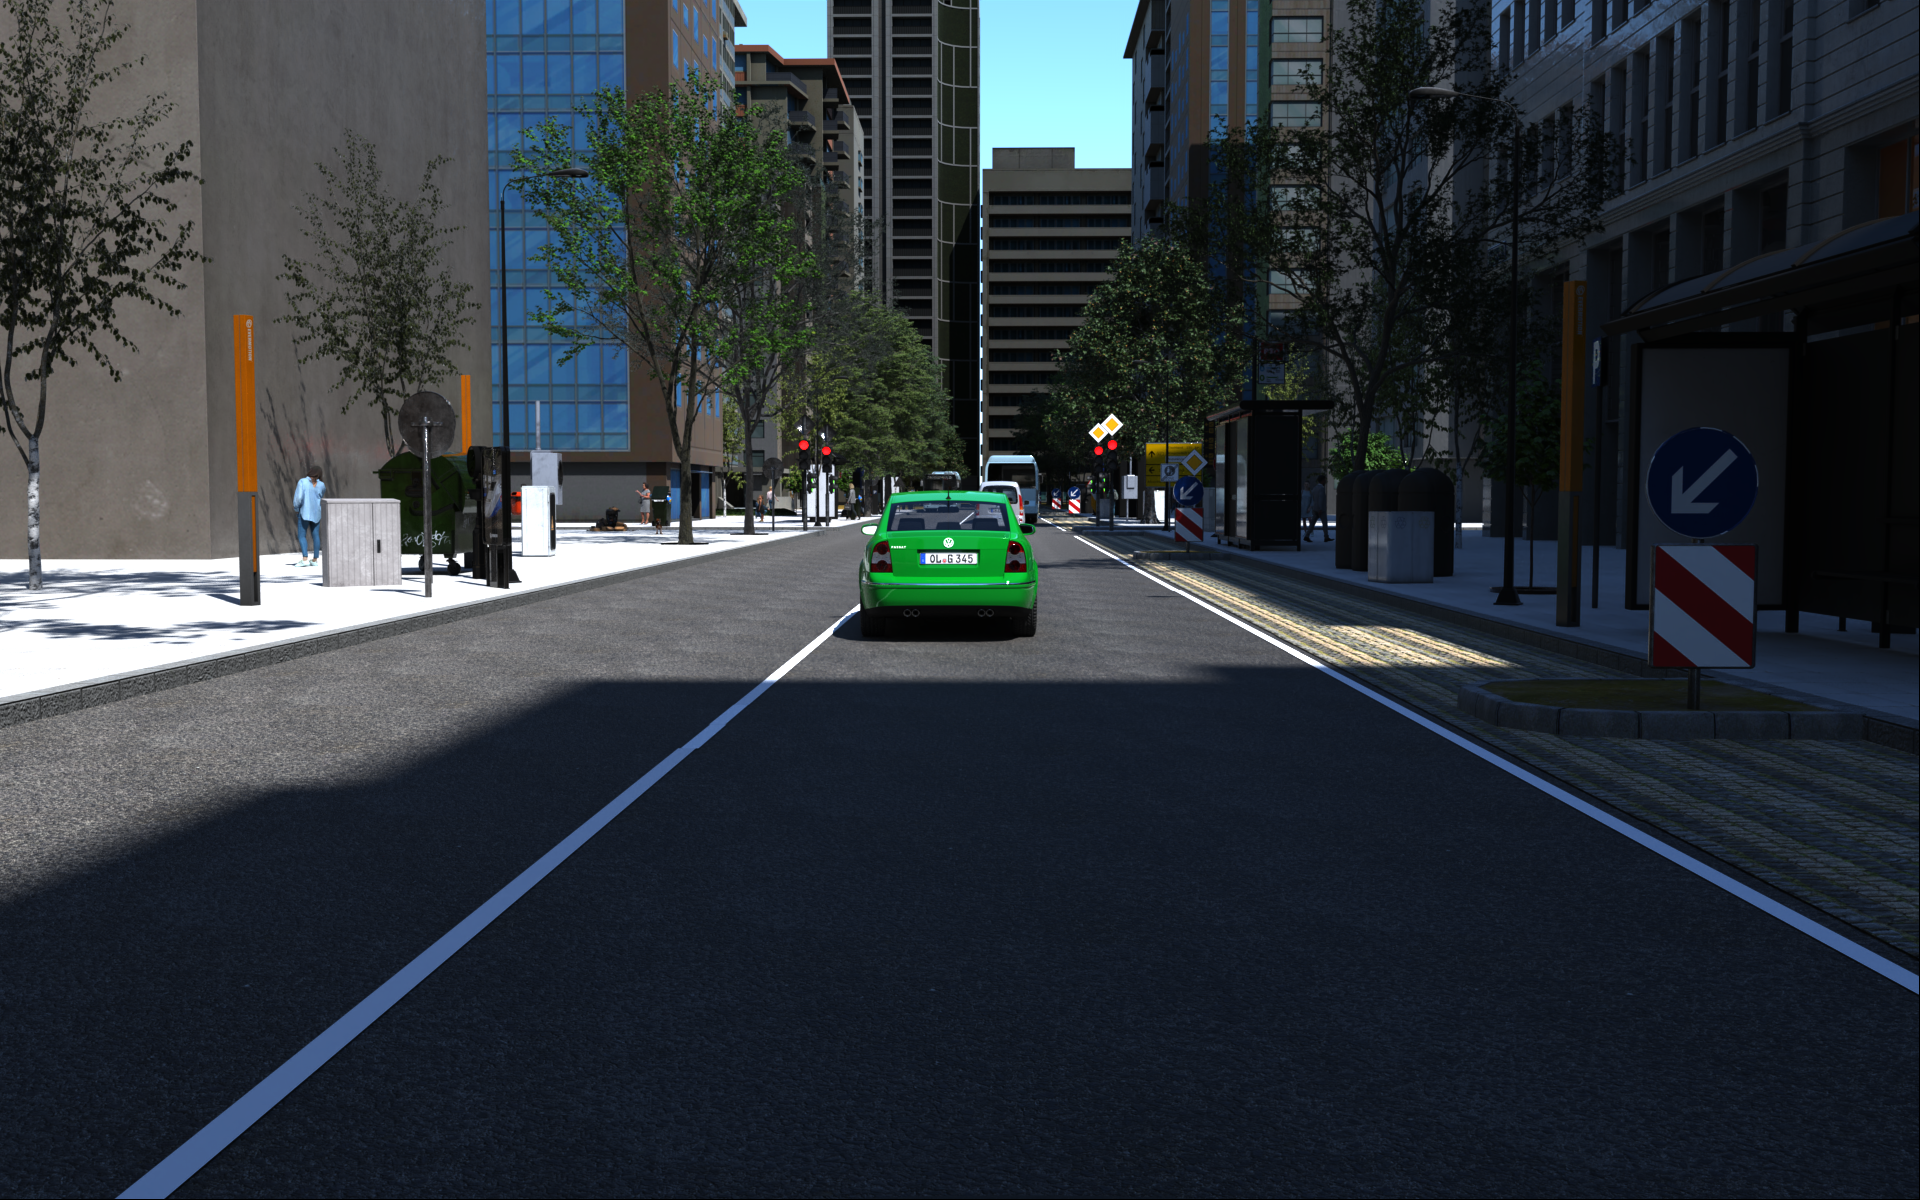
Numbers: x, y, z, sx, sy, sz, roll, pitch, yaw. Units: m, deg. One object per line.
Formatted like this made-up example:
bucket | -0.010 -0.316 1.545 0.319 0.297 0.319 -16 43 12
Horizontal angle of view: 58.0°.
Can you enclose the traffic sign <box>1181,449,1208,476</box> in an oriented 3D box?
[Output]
traffic sign | 6.836 -3.099 50.394 0.795 2.593 0.064 1 4 8

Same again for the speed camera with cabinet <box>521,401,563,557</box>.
speed camera with cabinet | -8.710 -2.557 36.135 0.660 3.252 2.038 0 4 -5

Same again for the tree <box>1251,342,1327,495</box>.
tree | 15.684 -8.119 83.104 4.737 8.622 4.395 0 3 0

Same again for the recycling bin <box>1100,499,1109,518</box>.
recycling bin | 7.660 -4.820 91.366 0.722 1.027 0.722 1 4 10

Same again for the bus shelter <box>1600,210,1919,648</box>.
bus shelter | 6.943 -1.198 13.518 2.014 3.302 5.546 0 4 1

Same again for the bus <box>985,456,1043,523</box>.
bus | 2.776 -5.768 89.174 2.948 3.499 13.247 0 4 3

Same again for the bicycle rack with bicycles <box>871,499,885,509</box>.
bicycle rack with bicycles | -6.164 -6.543 120.360 2.852 0.926 2.925 -3 4 -38

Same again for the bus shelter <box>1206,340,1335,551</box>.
bus shelter | 7.376 -3.989 42.846 2.179 5.291 8.768 0 4 1

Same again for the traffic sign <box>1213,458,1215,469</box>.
traffic sign | 7.748 -3.077 50.416 0.768 2.556 0.104 0 4 7

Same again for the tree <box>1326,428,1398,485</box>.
tree | 17.916 -5.711 77.084 4.285 4.588 4.351 0 3 0

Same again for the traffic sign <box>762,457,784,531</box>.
traffic sign | -6.495 -3.676 60.200 0.768 2.556 0.104 0 4 6

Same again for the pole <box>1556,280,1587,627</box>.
pole | 5.893 -1.397 16.686 0.158 3.312 0.155 0 3 0

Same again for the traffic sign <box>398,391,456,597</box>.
traffic sign | -6.606 -1.305 21.448 0.768 2.556 0.104 1 4 11

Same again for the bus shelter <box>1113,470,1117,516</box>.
bus shelter | 9.160 -6.450 96.744 1.731 3.624 6.357 0 4 1

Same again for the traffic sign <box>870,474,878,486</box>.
traffic sign | -5.534 -6.679 109.303 0.768 2.556 0.104 0 4 5

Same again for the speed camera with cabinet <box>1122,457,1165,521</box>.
speed camera with cabinet | 8.811 -5.431 83.137 2.038 3.252 0.660 0 4 -7

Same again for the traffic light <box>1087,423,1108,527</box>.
traffic light | 5.427 -4.854 68.277 0.839 4.253 0.868 0 4 1

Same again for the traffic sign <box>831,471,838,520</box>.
traffic sign | -6.298 -5.149 84.295 0.768 2.556 0.104 0 4 5

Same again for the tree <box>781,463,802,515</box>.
tree | -10.283 -6.900 107.409 1.663 3.219 1.824 0 3 0

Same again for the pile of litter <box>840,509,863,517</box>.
pile of litter | -6.004 -5.127 97.789 1.719 0.858 1.176 -1 4 -19

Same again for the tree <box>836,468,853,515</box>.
tree | -6.872 -6.841 106.447 1.663 3.219 1.824 0 3 0

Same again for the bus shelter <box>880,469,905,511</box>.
bus shelter | -5.391 -8.758 137.123 2.014 3.302 5.546 0 4 1

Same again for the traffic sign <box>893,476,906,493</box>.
traffic sign | -4.380 -7.661 125.261 0.884 2.594 0.081 0 4 5

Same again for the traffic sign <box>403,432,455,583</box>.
traffic sign | -7.610 -1.509 24.784 0.768 2.556 0.104 0 4 3

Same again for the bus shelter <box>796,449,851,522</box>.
bus shelter | -6.321 -5.302 80.614 2.014 3.302 5.546 0 4 1

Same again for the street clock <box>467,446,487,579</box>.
street clock | -7.265 -1.321 26.172 0.358 2.002 0.471 -2 4 -31

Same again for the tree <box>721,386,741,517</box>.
tree | -12.990 -8.832 94.760 4.737 8.622 4.395 0 3 0

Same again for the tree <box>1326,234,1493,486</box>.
tree | 12.630 -5.998 48.431 4.737 8.622 4.395 0 3 0

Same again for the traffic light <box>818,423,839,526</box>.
traffic light | -5.232 -4.866 68.481 0.839 4.253 0.868 0 4 1

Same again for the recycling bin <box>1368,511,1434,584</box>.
recycling bin | 6.405 -0.771 25.166 0.722 1.027 0.722 -1 4 -12

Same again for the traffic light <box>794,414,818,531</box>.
traffic light | -5.397 -4.378 60.498 0.839 4.253 0.868 0 4 1

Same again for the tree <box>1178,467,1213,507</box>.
tree | 12.586 -5.850 90.245 1.663 3.219 1.824 0 3 0

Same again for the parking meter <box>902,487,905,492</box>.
parking meter | -4.662 -8.404 143.117 0.255 1.863 0.399 0 4 -1

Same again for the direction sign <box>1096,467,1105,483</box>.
direction sign | 9.475 -7.758 118.838 0.876 3.537 0.379 1 4 12

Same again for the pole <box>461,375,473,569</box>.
pole | -8.480 -2.200 29.820 0.158 3.312 0.155 0 3 0

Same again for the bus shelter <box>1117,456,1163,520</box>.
bus shelter | 9.197 -5.899 87.738 1.731 3.624 6.357 0 4 1

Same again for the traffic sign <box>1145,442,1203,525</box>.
traffic sign | 8.421 -4.550 68.271 2.265 3.308 0.079 1 4 8

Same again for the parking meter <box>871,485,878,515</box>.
parking meter | -5.269 -6.198 107.053 0.399 1.863 0.255 0 4 -2

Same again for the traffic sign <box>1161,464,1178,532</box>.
traffic sign | 7.037 -3.427 58.166 0.606 2.300 0.079 0 4 4

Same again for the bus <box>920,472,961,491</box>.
bus | -1.376 -8.722 137.464 2.948 3.499 13.247 0 4 2

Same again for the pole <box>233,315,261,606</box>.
pole | -8.172 -1.590 19.848 0.158 3.312 0.155 0 3 0

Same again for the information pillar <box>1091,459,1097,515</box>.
information pillar | 8.101 -6.934 104.723 0.183 3.616 0.504 -2 4 -27

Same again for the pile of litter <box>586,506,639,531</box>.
pile of litter | -12.026 -2.814 59.970 1.719 0.858 1.176 0 4 7

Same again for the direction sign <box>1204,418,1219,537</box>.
direction sign | 7.647 -3.636 51.439 0.876 3.537 0.379 2 4 30

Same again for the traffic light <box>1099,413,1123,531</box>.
traffic light | 5.262 -4.365 60.293 0.839 4.253 0.868 0 4 1
